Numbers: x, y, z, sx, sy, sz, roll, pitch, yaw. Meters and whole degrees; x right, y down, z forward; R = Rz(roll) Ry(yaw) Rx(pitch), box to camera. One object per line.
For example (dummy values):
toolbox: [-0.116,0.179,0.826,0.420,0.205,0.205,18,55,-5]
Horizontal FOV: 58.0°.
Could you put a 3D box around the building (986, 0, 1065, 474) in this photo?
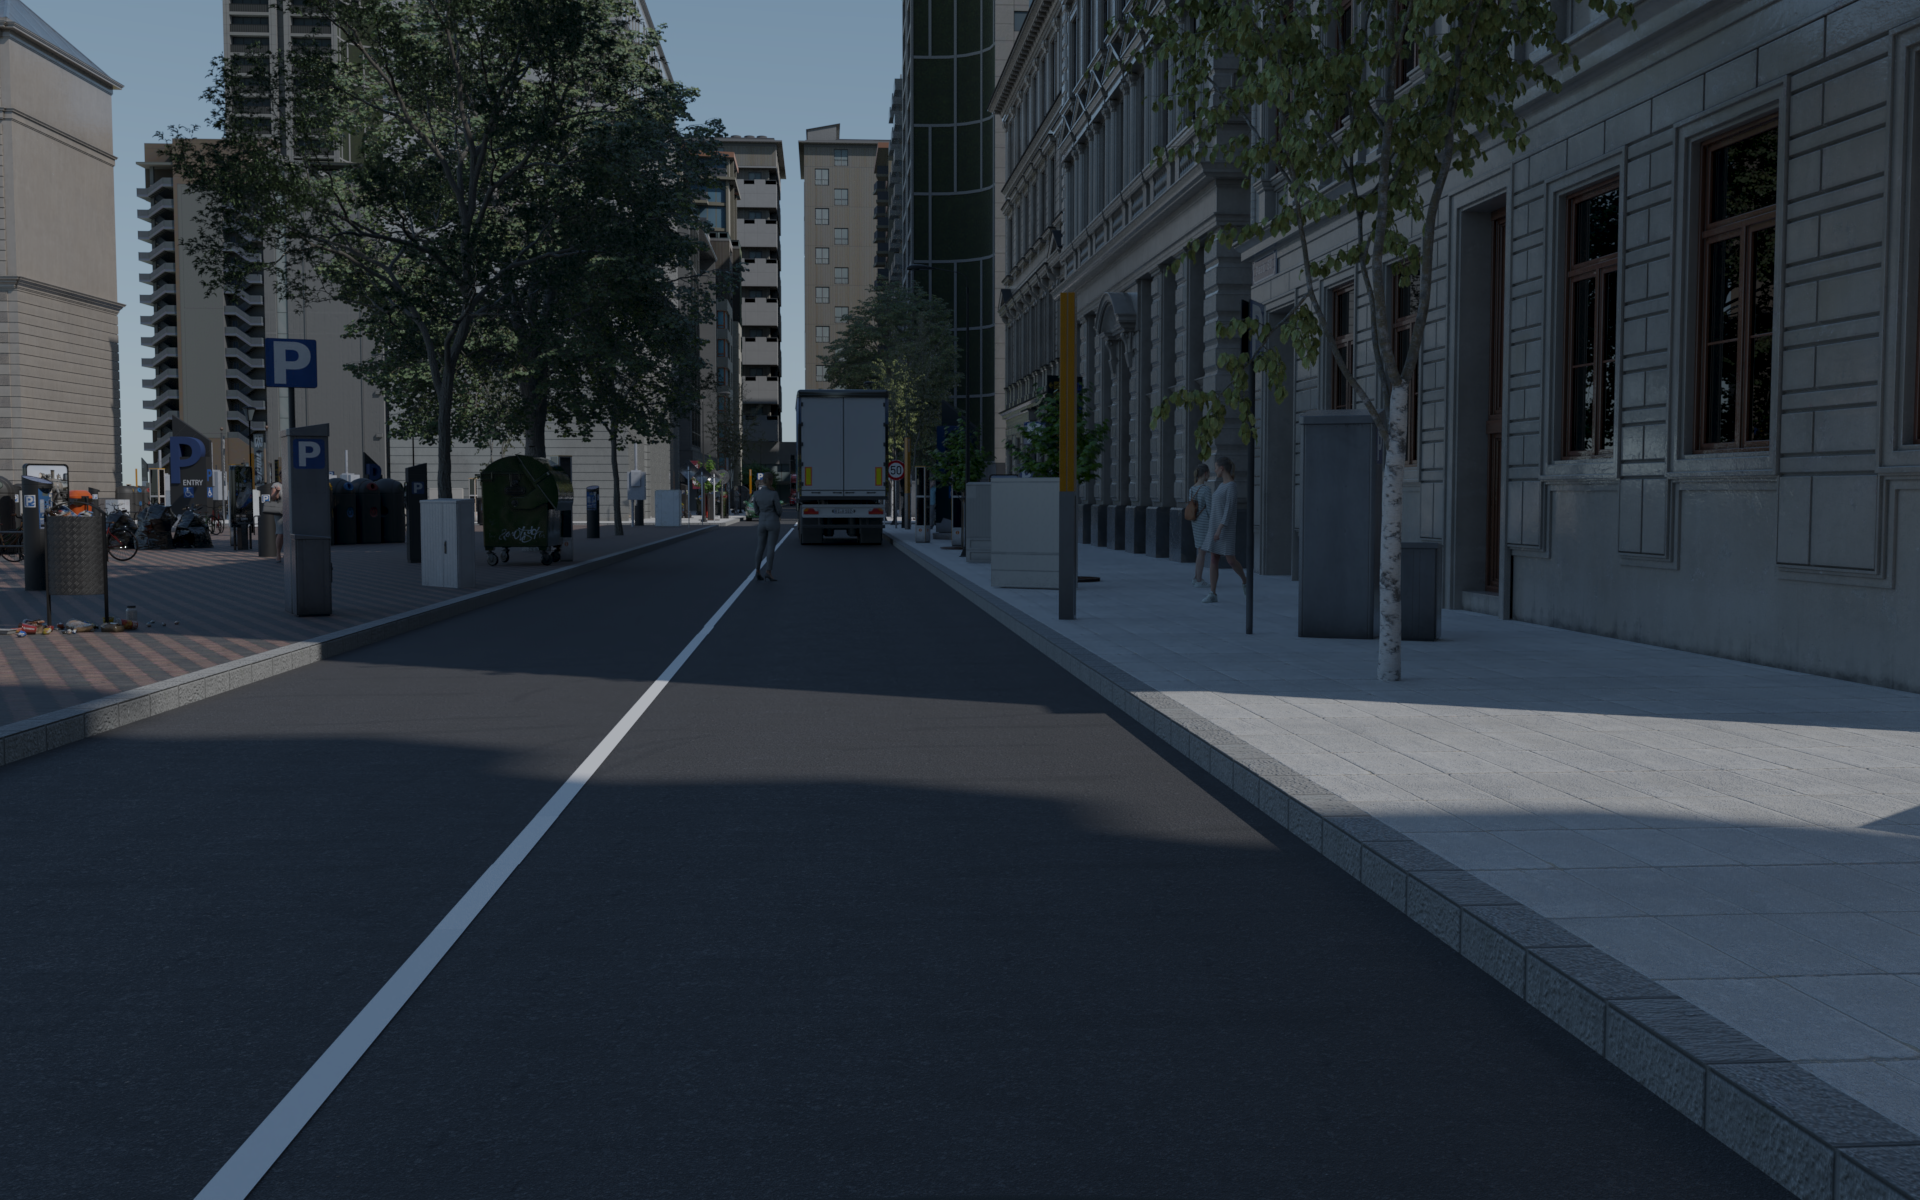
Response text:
building: [7.053,-11.871,58.712,10.561,19.102,19.286,0,4,-5]

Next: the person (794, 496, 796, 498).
person: [-15.596,-9.594,165.880,0.721,1.766,1.217,2,4,27]

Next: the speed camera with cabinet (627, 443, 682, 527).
speed camera with cabinet: [-11.950,-4.490,67.748,2.038,3.252,0.660,0,4,-3]

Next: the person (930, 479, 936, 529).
person: [-1.013,-3.490,62.966,0.638,1.841,0.748,2,4,26]

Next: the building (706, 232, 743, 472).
building: [-31.054,-25.497,188.571,14.160,30.474,14.107,0,4,-5]

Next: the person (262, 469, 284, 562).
person: [-12.743,-1.601,32.571,0.716,1.782,0.532,-3,5,-44]

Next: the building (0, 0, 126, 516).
building: [-55.333,-17.486,83.158,25.104,27.353,12.463,0,4,-5]

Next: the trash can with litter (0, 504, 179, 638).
trash can with litter: [-8.661,-0.316,16.218,2.233,1.210,1.678,-1,4,-11]

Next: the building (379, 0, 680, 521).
building: [-22.114,-19.409,94.830,11.434,29.767,29.804,0,4,-5]

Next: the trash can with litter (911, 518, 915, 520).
trash can with litter: [-1.844,-4.566,85.704,1.678,1.210,2.233,-2,4,-25]

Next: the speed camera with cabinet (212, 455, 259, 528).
speed camera with cabinet: [-27.952,-4.407,66.396,2.038,3.252,0.660,1,4,12]

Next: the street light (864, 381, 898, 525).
street light: [-3.258,-6.051,71.473,1.470,5.913,1.316,0,4,-5]

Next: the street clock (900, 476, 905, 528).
street clock: [-2.103,-3.708,65.194,0.358,2.002,0.471,1,4,11]

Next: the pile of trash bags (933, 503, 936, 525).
pile of trash bags: [0.410,-3.764,71.297,3.447,1.369,1.912,-2,4,-24]

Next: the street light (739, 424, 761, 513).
street light: [-13.995,-8.690,114.619,1.470,5.913,1.316,0,4,-5]

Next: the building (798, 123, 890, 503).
building: [-9.707,-40.723,255.055,27.495,52.752,28.713,0,4,-5]

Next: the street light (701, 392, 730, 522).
street light: [-11.124,-6.496,78.748,1.470,5.913,1.316,0,4,-5]

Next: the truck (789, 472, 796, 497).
truck: [-20.614,-14.338,223.335,2.839,4.237,11.283,0,4,-5]

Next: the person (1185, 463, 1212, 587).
person: [3.326,-1.027,23.836,0.522,1.701,0.512,-2,4,-31]

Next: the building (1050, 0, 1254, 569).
building: [8.364,-12.827,38.602,11.050,23.489,19.941,0,4,-5]

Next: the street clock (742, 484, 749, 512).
street clock: [-15.718,-7.484,126.929,0.471,2.002,0.358,-3,5,-44]

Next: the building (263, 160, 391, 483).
building: [-76.983,-32.498,214.941,14.086,41.232,14.154,0,4,-5]

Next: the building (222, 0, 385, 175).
building: [-89.578,-49.261,243.675,20.611,71.187,20.563,0,4,-5]

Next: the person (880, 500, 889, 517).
person: [-4.350,-5.685,98.801,0.655,1.846,0.447,1,4,9]

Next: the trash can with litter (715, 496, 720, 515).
trash can with litter: [-14.735,-5.609,103.091,1.055,1.170,0.624,0,4,5]

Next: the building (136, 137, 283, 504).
building: [-91.068,-34.460,213.530,14.200,45.320,14.600,0,4,-5]

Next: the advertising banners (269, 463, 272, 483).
advertising banners: [-39.038,-6.266,98.630,0.090,3.025,2.074,0,4,-8]

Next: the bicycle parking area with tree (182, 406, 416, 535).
bicycle parking area with tree: [-20.735,-4.284,57.039,8.231,4.147,9.016,0,4,6]

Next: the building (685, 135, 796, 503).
building: [-37.139,-40.592,252.923,27.495,52.752,28.713,0,4,-5]

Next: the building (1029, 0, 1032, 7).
building: [16.603,-24.936,99.580,23.993,40.220,32.217,0,4,-5]

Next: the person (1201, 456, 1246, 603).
person: [3.160,-0.845,20.613,0.760,1.731,0.466,-3,5,-44]

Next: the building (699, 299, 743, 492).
building: [-35.517,-19.689,166.960,27.650,21.520,28.899,0,4,-5]

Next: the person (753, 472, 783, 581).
person: [-3.147,-1.209,28.547,0.520,1.790,0.573,0,4,7]

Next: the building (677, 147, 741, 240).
building: [-40.128,-34.190,213.638,28.867,44.769,22.147,0,4,-5]

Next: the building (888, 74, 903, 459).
building: [3.855,-34.514,183.918,23.786,49.044,30.456,0,4,-5]

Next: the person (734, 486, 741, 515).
person: [-13.727,-6.156,106.882,0.526,1.800,0.537,1,4,16]

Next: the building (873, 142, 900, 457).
building: [0.543,-34.181,213.488,22.147,44.769,28.867,0,4,-5]

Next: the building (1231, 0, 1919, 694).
building: [10.494,-11.136,18.225,11.583,22.565,21.152,0,4,-5]

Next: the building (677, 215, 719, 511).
building: [-25.531,-18.715,125.057,14.314,24.678,30.058,0,4,-5]

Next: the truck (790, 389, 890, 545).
truck: [-3.686,-3.862,52.056,2.839,4.237,11.283,0,4,-6]

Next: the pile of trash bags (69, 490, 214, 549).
pile of trash bags: [-19.244,-1.865,40.244,1.912,1.369,3.447,1,4,23]

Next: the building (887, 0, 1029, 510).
building: [3.677,-43.151,143.764,20.563,71.187,20.611,0,4,-5]

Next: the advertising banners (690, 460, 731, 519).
advertising banners: [-12.994,-5.744,90.105,2.074,3.025,0.090,0,4,-1]

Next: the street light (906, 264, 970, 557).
street light: [-0.383,-3.833,35.204,1.470,5.913,1.316,0,4,-5]
